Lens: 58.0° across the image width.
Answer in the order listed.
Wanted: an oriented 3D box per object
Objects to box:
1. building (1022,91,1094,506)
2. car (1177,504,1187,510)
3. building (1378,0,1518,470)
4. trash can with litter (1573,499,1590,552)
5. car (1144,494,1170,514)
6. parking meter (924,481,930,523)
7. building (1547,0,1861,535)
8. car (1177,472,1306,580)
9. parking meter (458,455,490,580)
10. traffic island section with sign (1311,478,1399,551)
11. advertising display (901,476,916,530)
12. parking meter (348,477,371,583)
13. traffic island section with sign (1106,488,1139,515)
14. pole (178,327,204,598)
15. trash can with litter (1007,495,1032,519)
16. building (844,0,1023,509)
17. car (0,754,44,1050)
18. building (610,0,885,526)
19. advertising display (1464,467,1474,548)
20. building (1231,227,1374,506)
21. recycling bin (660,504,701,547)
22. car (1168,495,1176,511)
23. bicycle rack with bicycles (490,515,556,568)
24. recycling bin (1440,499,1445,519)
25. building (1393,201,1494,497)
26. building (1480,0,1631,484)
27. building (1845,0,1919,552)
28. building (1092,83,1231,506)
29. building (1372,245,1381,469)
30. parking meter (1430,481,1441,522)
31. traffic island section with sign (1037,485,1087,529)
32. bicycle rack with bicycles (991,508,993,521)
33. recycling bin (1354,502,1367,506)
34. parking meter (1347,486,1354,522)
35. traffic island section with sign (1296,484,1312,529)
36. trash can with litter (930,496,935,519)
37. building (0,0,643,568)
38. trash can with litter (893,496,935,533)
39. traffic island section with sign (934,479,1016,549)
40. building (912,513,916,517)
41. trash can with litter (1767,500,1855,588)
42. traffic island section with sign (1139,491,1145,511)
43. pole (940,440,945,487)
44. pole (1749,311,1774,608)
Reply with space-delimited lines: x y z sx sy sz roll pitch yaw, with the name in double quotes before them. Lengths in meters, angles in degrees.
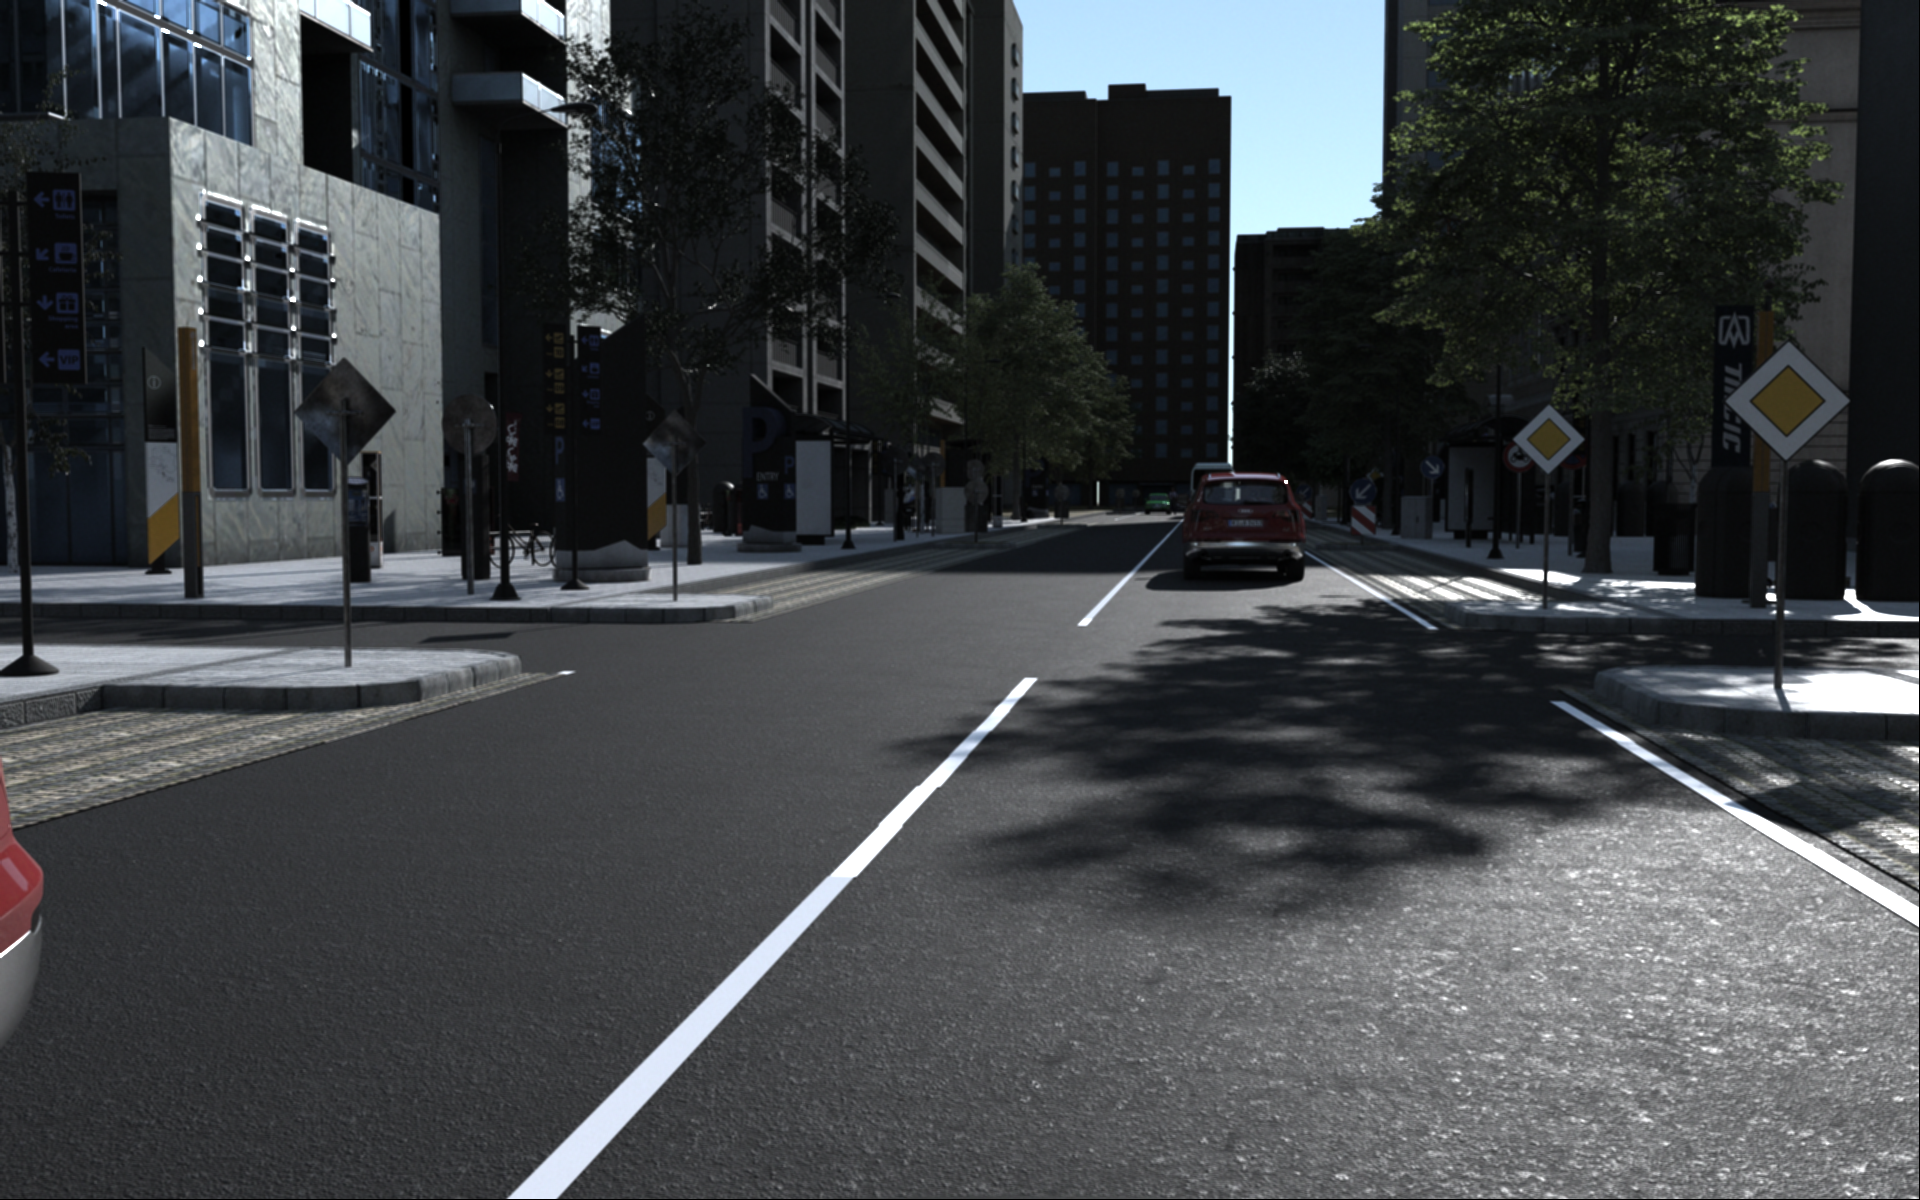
"building" 8.455 -33.228 193.384 14.200 45.320 14.600 0 4 8
"car" 19.653 -8.877 157.505 2.083 1.381 4.827 1 4 9
"building" 45.643 -36.743 142.739 21.231 58.520 28.212 0 4 8
"trash can with litter" 13.850 -1.665 38.614 0.624 1.170 1.055 1 4 14
"car" 14.160 -7.028 123.699 1.959 1.807 4.718 1 4 9
"parking meter" -1.517 -4.339 76.647 0.255 1.863 0.399 1 4 19
"building" 27.892 -12.081 62.152 10.561 19.102 19.286 0 4 8
"car" 4.966 -1.341 30.597 2.281 1.827 5.304 0 4 8
"parking meter" -7.288 -1.240 25.990 0.399 1.863 0.255 1 4 18
"traffic island section with sign" 10.136 -2.183 44.315 1.989 1.847 2.006 0 4 8
"advertising display" -1.842 -3.423 61.176 0.123 1.923 0.974 2 4 27
"parking meter" -8.784 -1.027 25.205 0.372 1.533 0.369 0 3 0
"traffic island section with sign" 11.302 -6.902 121.470 1.989 1.847 2.006 0 4 8
"pole" -9.460 -1.679 21.297 0.158 3.312 0.155 0 3 0
"trash can with litter" 2.888 -4.718 88.195 1.678 1.210 2.233 2 4 29
"building" -6.011 -32.458 154.382 21.600 48.544 21.300 0 4 8
"car" -2.824 0.477 0.883 2.281 1.827 5.304 0 4 6
"building" -14.027 -39.103 77.584 20.563 71.187 20.611 0 4 8
"advertising display" 12.284 -2.239 41.820 0.123 1.923 0.974 1 4 12
"building" 37.106 -25.614 190.485 14.107 30.474 14.160 0 4 8
"recycling bin" -6.784 -1.802 42.022 0.722 1.027 0.722 2 4 35
"car" 17.347 -8.185 146.407 1.945 1.354 3.894 1 4 9
"bicycle rack with bicycles" -7.045 -1.032 30.256 2.852 0.926 2.925 1 4 23
"recycling bin" 24.871 -4.624 88.161 0.722 1.027 0.722 -1 4 -16
"building" 44.356 -16.513 115.021 27.650 21.520 28.899 0 4 8
"building" 32.995 -18.060 81.189 13.634 28.700 20.117 0 4 8
"building" 30.723 -14.442 29.631 24.014 27.812 14.314 0 4 8
"building" 22.627 -33.151 192.137 14.200 45.320 14.600 0 4 8
"building" 50.990 -25.457 187.918 14.107 30.474 14.160 0 4 8
"parking meter" 21.794 -4.507 79.401 0.399 1.863 0.255 -1 4 -22
"traffic island section with sign" 4.301 -3.904 72.458 1.989 1.847 2.006 0 4 8
"bicycle rack with bicycles" 0.205 -4.286 83.455 2.852 0.926 2.925 -1 4 -11
"recycling bin" 18.955 -4.268 82.333 0.722 1.027 0.722 -1 4 -15
"parking meter" 18.003 -4.547 80.057 0.399 1.863 0.255 0 4 5
"traffic island section with sign" 13.953 -3.815 71.000 1.989 1.847 2.006 0 4 8
"trash can with litter" -1.200 -4.614 86.821 1.055 1.170 0.624 -3 4 -39
"building" -22.326 -44.743 44.214 22.319 86.520 31.000 0 4 8
"trash can with litter" -1.099 -2.864 57.885 1.678 1.210 2.233 -2 4 -35
"traffic island section with sign" 0.431 -2.253 45.459 1.989 1.847 2.006 0 4 8
"building" -11.652 -29.650 108.487 21.300 48.544 21.600 0 4 8
"trash can with litter" 11.558 -0.791 23.997 2.233 1.210 1.678 2 4 28
"traffic island section with sign" 15.172 -8.554 148.478 1.989 1.847 2.006 0 4 8
"pole" -0.653 -4.377 65.414 0.158 3.312 0.155 0 3 0
"pole" 8.998 -1.566 19.440 0.158 3.312 0.155 0 3 0
